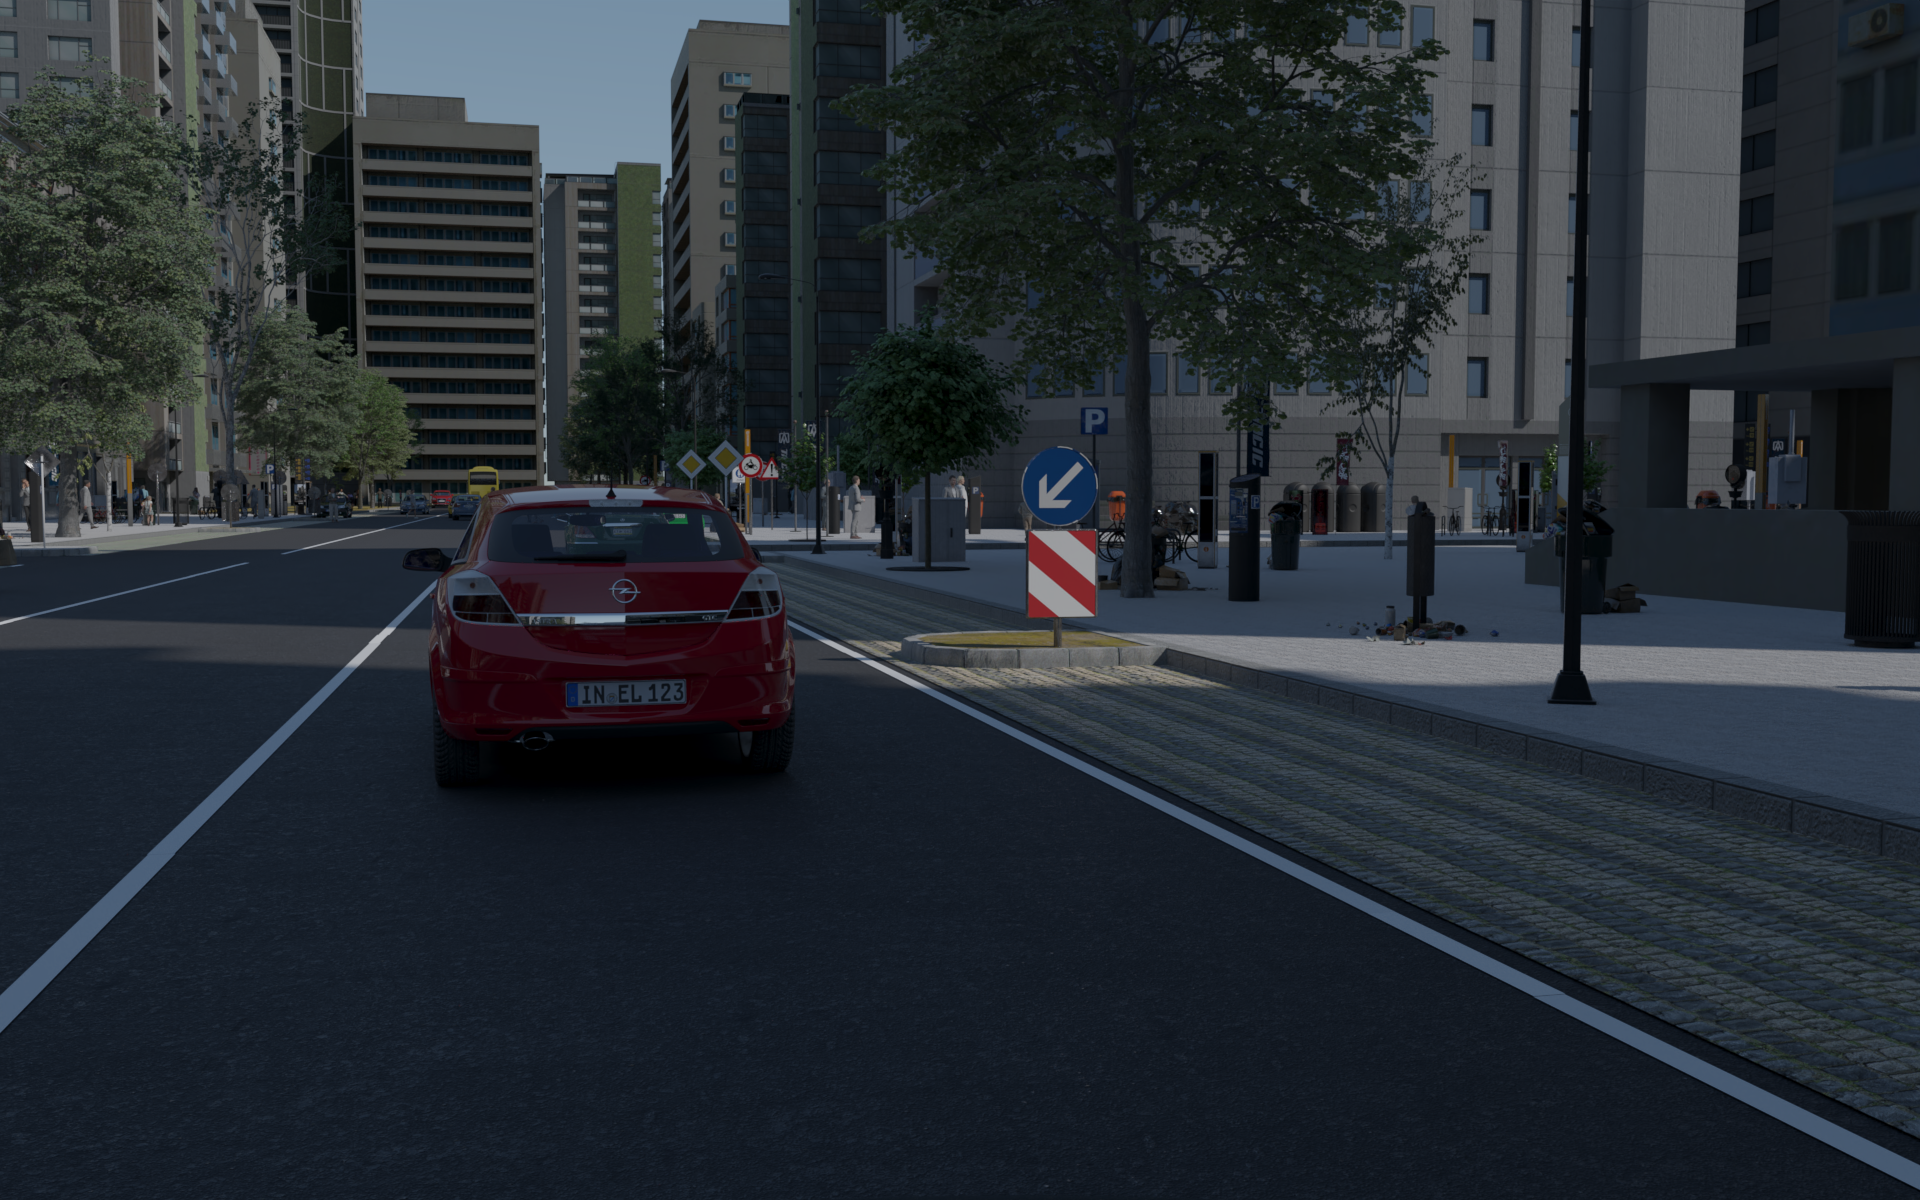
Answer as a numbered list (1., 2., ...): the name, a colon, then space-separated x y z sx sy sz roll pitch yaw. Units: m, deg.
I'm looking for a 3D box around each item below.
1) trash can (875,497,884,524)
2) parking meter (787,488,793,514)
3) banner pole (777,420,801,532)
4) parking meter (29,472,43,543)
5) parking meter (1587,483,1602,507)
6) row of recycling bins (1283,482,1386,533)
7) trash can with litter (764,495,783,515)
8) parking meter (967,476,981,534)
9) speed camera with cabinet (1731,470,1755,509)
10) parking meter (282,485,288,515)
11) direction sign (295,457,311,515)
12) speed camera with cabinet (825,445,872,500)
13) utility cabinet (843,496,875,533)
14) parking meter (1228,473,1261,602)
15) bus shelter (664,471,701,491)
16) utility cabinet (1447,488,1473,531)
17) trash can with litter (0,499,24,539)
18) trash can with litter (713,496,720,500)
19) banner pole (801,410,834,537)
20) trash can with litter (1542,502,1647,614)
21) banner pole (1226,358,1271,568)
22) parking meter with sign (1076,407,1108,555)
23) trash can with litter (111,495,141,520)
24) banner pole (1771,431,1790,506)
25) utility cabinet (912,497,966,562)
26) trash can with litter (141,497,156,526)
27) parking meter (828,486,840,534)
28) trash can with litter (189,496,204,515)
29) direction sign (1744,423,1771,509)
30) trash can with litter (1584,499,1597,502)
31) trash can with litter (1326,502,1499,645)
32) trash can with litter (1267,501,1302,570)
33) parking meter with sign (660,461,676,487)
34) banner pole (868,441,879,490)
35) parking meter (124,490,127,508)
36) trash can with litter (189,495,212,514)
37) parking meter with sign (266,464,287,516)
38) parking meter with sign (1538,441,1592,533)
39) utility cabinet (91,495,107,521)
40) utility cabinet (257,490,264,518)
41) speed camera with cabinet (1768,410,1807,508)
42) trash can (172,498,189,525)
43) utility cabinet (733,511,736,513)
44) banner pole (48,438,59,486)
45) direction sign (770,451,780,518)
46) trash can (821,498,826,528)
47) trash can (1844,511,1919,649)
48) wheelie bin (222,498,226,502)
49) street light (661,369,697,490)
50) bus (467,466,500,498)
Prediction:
1. trash can: -3.351 -3.801 73.808 0.748 1.137 0.748 0 3 0
2. parking meter: -10.904 -6.482 111.686 0.399 1.863 0.255 -1 4 -21
3. banner pole: -5.804 -4.204 58.759 0.863 3.779 0.401 1 4 16
4. parking meter: -24.444 -2.455 45.857 0.255 1.863 0.399 -1 4 -12
5. parking meter: 20.667 -3.104 56.464 0.255 1.863 0.399 -3 4 -38
6. row of recycling bins: 12.598 -3.117 58.073 3.534 1.692 1.069 -1 4 -9
7. trash can with litter: -11.491 -5.733 104.799 1.678 1.210 2.233 2 4 28
8. parking meter: 0.448 -3.021 55.108 0.399 1.863 0.255 -1 4 -16
9. speed camera with cabinet: 29.807 -4.465 67.337 0.660 3.252 2.038 -2 4 -33
10. parking meter: -41.844 -6.216 107.340 0.255 1.863 0.399 -2 4 -31
11. direction sign: -40.220 -6.975 106.046 0.876 3.537 0.379 -2 4 -32
12. speed camera with cabinet: -4.575 -4.699 71.170 2.038 3.252 0.660 -3 5 -42
13. utility cabinet: -3.336 -2.822 57.306 1.020 1.237 0.306 -1 4 -10
14. parking meter: 3.412 -0.756 20.766 0.372 1.533 0.369 0 3 0
15. bus shelter: -15.355 -6.230 95.778 2.014 3.302 5.546 -1 4 -14
16. utility cabinet: 17.085 -3.089 59.176 0.318 1.500 1.173 -1 4 -13
17. trash can with litter: -27.832 -2.322 49.017 2.233 1.210 1.678 -2 4 -24
18. trash can with litter: -15.621 -6.145 111.850 0.624 1.170 1.055 -3 5 -43
19. banner pole: -4.201 -3.777 51.778 0.863 3.779 0.401 0 4 7
20. trash can with litter: 6.880 -0.449 18.732 1.055 1.170 0.624 -2 4 -26
21. banner pole: 5.075 -2.464 30.306 0.863 3.779 0.401 -1 4 -21
22. parking meter with sign: 2.664 -2.412 35.699 0.543 3.016 1.738 0 4 -2
23. trash can with litter: -41.611 -4.631 86.766 2.233 1.210 1.678 -2 4 -27
24. banner pole: 32.461 -4.796 68.426 0.863 3.779 0.401 1 4 15
25. utility cabinet: -0.393 -1.326 32.836 1.020 1.237 0.306 -2 4 -30
26. trash can with litter: -33.079 -3.610 70.416 0.624 1.170 1.055 -3 5 -39
27. parking meter: -4.034 -2.881 55.519 0.372 1.533 0.369 0 3 0
28. trash can with litter: -46.652 -5.786 105.991 1.055 1.170 0.624 1 4 9
29. direction sign: 25.539 -3.887 55.545 0.876 3.537 0.379 -1 4 -9
30. trash can with litter: 14.236 -1.644 38.261 1.055 1.170 0.624 -1 4 -11
31. trash can with litter: 4.030 -0.287 15.754 1.678 1.210 2.233 1 4 22
32. trash can with litter: 5.428 -1.105 29.450 0.624 1.170 1.055 0 4 -4
33. parking meter with sign: -15.159 -5.777 90.713 0.543 3.016 1.738 1 4 8
34. banner pole: -3.744 -5.223 75.415 0.863 3.779 0.401 1 4 14
35. parking meter: -46.228 -5.373 96.257 0.372 1.533 0.369 0 3 0
36. trash can with litter: -48.377 -6.069 110.288 2.233 1.210 1.678 -3 5 -44
37. parking meter with sign: -40.501 -6.512 102.734 0.543 3.016 1.738 0 4 3
38. parking meter with sign: 19.959 -3.738 57.370 1.738 3.016 0.543 2 4 24
39. utility cabinet: -41.389 -4.414 83.333 0.306 1.237 1.020 1 4 15
40. utility cabinet: -36.475 -4.993 90.318 0.318 1.500 1.173 -1 4 -22
41. speed camera with cabinet: 20.209 -2.844 40.827 2.038 3.252 0.660 0 4 4
42. trash can: -31.968 -3.634 71.064 0.748 1.137 0.748 0 3 0
43. utility cabinet: -14.532 -6.541 115.625 1.173 1.500 0.318 0 4 3
44. banner pole: -34.285 -4.636 65.807 0.401 3.779 0.863 1 4 20
45. direction sign: -9.680 -6.080 91.404 0.876 3.537 0.379 2 4 31
46. trash can: -4.702 -3.113 62.549 0.748 1.137 0.748 0 3 0
47. trash can: 7.786 -0.177 14.554 0.748 1.137 0.748 0 3 0
48. wheelie bin: -43.403 -5.754 101.989 0.980 1.594 0.693 -1 4 -16
49. street light: -10.431 -5.634 64.655 1.470 5.913 1.316 -1 4 -14
50. bus: -42.409 -9.946 154.161 2.896 3.916 12.252 -1 4 -15
